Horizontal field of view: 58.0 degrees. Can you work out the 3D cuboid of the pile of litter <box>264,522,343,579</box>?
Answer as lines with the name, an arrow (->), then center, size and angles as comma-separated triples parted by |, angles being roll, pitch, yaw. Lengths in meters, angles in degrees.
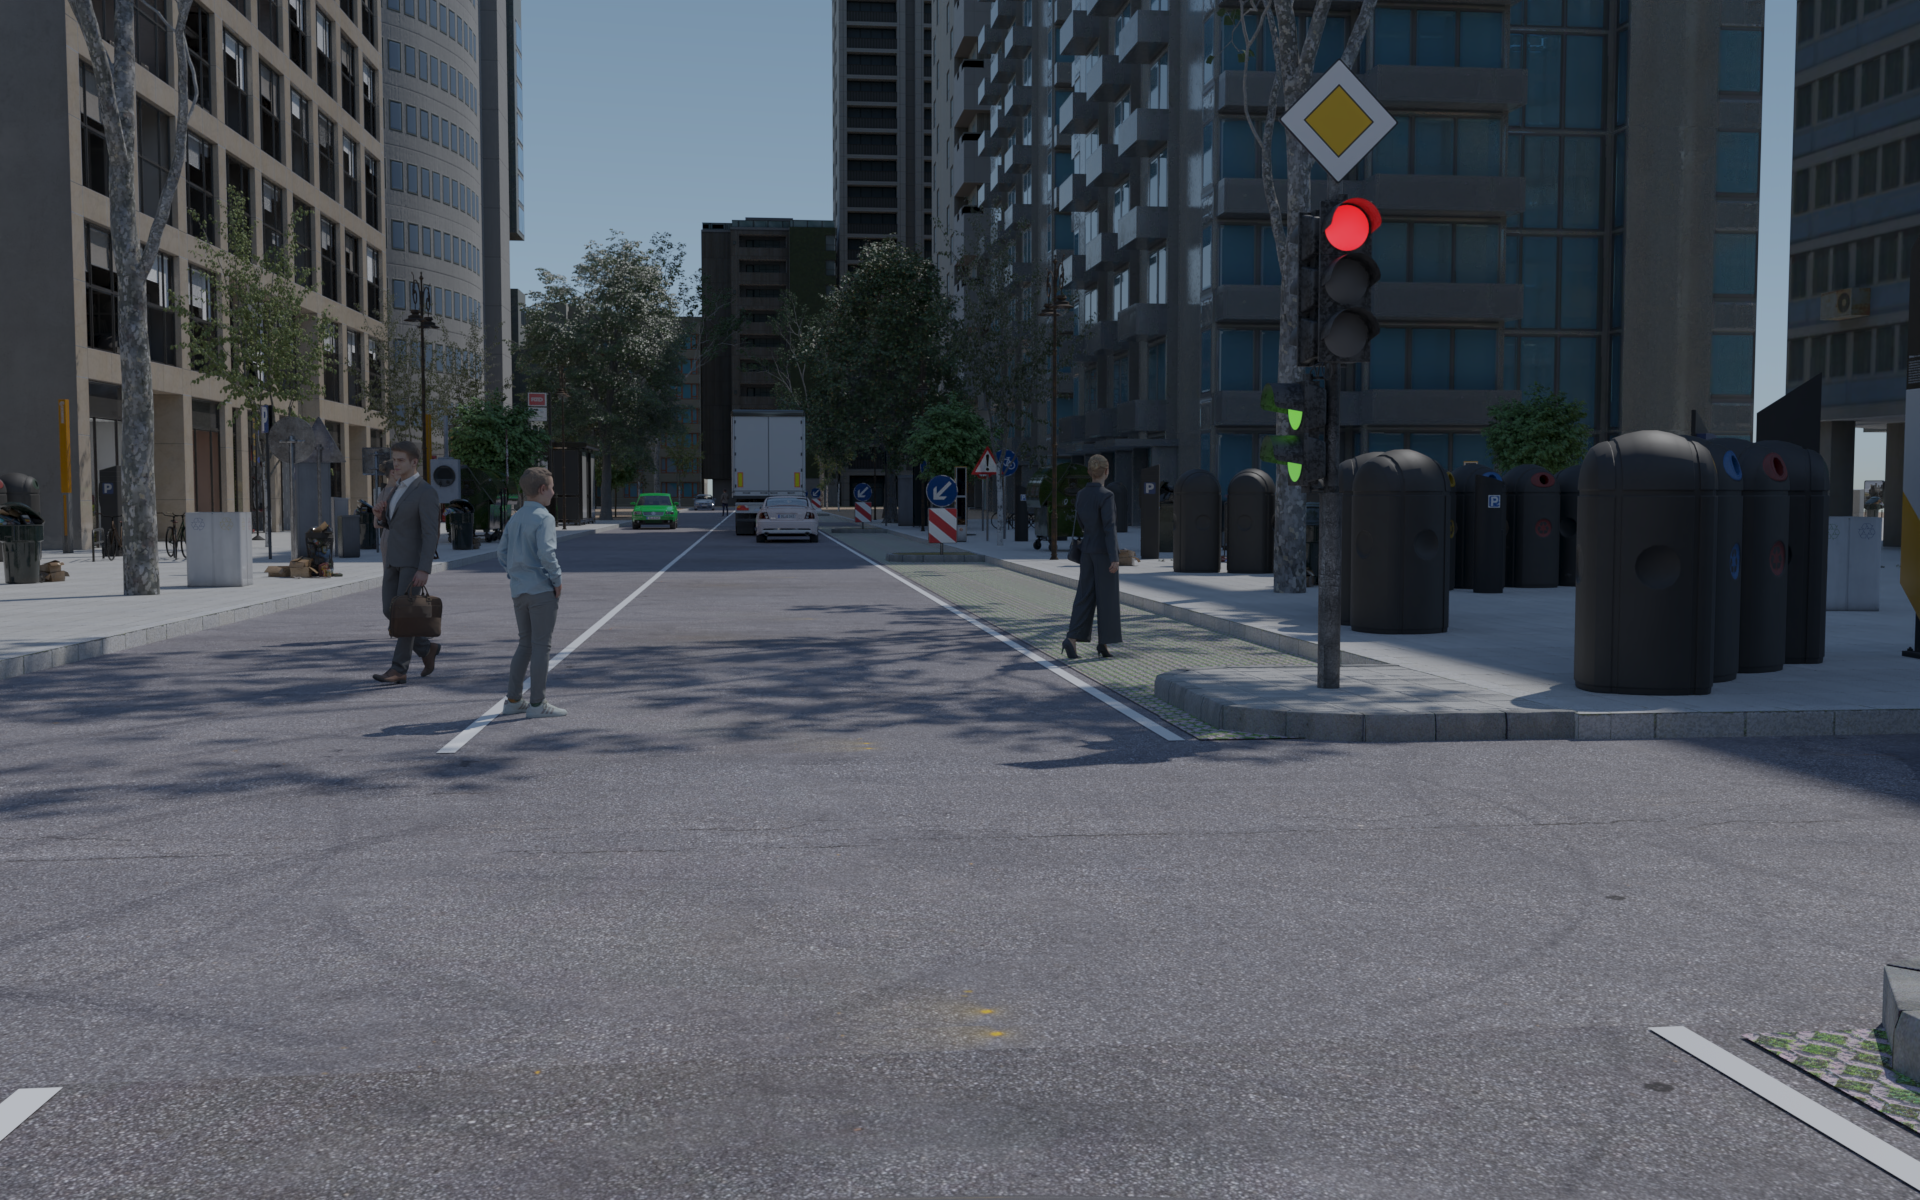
pile of litter -> -10.198, -0.792, 26.914 | 1.176, 0.858, 1.719 | -1, 4, -14

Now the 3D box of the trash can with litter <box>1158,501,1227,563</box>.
trash can with litter -> 4.903, -1.346, 33.066 | 2.233, 1.210, 1.678 | 0, 4, 4

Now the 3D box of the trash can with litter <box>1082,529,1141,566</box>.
trash can with litter -> 2.718, -1.207, 31.122 | 1.055, 1.170, 0.624 | 1, 4, 14

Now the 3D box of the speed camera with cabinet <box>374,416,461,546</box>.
speed camera with cabinet -> -13.600, -3.001, 43.404 | 2.038, 3.252, 0.660 | -1, 4, -10

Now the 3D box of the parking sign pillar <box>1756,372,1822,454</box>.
parking sign pillar -> 18.490, -3.073, 38.720 | 1.447, 3.967, 1.447 | 2, 4, 25

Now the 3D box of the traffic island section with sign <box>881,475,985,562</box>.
traffic island section with sign -> -0.568, -1.738, 37.043 | 1.989, 1.847, 2.006 | 0, 4, -7

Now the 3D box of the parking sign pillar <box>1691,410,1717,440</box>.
parking sign pillar -> 23.967, -4.115, 55.744 | 1.447, 3.967, 1.447 | -3, 5, -44

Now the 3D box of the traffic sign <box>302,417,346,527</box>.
traffic sign -> -10.756, -1.779, 29.091 | 0.884, 2.594, 0.081 | 0, 4, -1

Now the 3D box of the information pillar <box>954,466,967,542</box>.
information pillar -> 0.017, -2.553, 46.234 | 0.304, 2.012, 0.304 | 0, 4, -6

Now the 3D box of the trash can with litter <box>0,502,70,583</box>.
trash can with litter -> -13.458, -0.836, 25.053 | 0.624, 1.170, 1.055 | 1, 4, 9

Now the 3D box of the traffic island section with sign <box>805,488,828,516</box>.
traffic island section with sign -> -9.525, -6.376, 112.869 | 1.989, 1.847, 2.006 | 0, 4, -7

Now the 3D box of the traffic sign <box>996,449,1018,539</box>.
traffic sign -> 1.272, -3.014, 49.392 | 0.768, 2.556, 0.104 | 0, 4, -5

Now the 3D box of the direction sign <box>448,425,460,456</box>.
direction sign -> -16.600, -3.974, 56.966 | 0.379, 3.537, 0.876 | 0, 4, 7

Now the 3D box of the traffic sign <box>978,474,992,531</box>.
traffic sign -> 0.792, -3.660, 59.942 | 0.768, 2.556, 0.104 | 0, 4, -3

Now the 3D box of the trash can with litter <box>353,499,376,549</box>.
trash can with litter -> -13.535, -1.768, 40.297 | 1.055, 1.170, 0.624 | -2, 4, -24

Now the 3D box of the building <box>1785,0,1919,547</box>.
building -> 32.596, -20.821, 32.304 | 23.993, 40.220, 32.217 | 0, 4, -7

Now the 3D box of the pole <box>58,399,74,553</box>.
pole -> -19.282, -2.661, 37.350 | 0.158, 3.312, 0.155 | 0, 3, 0

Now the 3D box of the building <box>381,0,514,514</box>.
building -> -37.736, -33.854, 95.517 | 21.231, 58.520, 28.212 | 0, 4, -7

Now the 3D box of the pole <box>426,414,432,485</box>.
pole -> -13.637, -3.093, 44.411 | 0.158, 3.312, 0.155 | 0, 3, 0

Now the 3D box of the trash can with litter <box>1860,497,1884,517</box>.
trash can with litter -> 39.196, -3.870, 74.665 | 1.055, 1.170, 0.624 | -1, 4, -20

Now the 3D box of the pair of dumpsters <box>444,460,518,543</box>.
pair of dumpsters -> -13.152, -2.745, 47.380 | 1.574, 2.255, 4.437 | 0, 4, -7

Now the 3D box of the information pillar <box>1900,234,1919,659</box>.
information pillar -> 7.548, -1.355, 13.517 | 0.183, 3.616, 0.504 | 0, 4, 1

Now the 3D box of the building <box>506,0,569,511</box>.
building -> -47.465, -50.422, 137.067 | 31.000, 86.520, 22.319 | 0, 4, -7

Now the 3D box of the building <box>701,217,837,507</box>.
building -> -20.301, -25.204, 183.786 | 14.107, 30.474, 14.160 | 0, 4, -7

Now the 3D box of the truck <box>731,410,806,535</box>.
truck -> -6.985, -4.553, 63.350 | 2.839, 4.237, 11.283 | 0, 4, -6

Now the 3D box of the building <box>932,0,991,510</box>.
building -> 12.330, -33.823, 142.241 | 28.713, 52.752, 27.495 | 0, 4, -7

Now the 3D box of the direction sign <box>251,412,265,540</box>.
direction sign -> -19.492, -3.424, 47.975 | 0.379, 3.537, 0.876 | -1, 4, -11

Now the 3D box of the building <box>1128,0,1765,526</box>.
building -> 16.440, -27.609, 71.014 | 23.786, 49.044, 30.456 | 0, 4, -7

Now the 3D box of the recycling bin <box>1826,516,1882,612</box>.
recycling bin -> 9.737, -0.411, 19.272 | 0.722, 1.027, 0.722 | 0, 4, 6

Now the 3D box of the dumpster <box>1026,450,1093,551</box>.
dumpster -> 2.369, -2.235, 39.036 | 1.502, 2.255, 1.985 | 0, 4, -7

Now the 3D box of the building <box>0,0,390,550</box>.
building -> -31.623, -15.293, 54.559 | 19.350, 26.468, 34.151 | 0, 4, -7

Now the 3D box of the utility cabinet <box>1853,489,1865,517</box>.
utility cabinet -> 39.108, -4.126, 76.136 | 0.318, 1.500, 1.173 | -2, 4, -25

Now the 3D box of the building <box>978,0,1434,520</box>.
building -> 13.202, -30.144, 112.459 | 23.786, 49.044, 30.456 | 0, 4, -7

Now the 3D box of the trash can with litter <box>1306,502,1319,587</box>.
trash can with litter -> 4.894, -0.781, 24.162 | 0.624, 1.170, 1.055 | 2, 4, 25

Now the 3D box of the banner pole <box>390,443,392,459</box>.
banner pole -> -27.015, -5.637, 82.188 | 0.401, 3.779, 0.863 | -1, 4, -23

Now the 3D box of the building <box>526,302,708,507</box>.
building -> -42.429, -20.982, 188.091 | 28.899, 21.520, 27.650 | 0, 4, -7

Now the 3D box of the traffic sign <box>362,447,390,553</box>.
traffic sign -> -12.766, -2.189, 37.917 | 0.606, 2.300, 0.079 | 0, 4, -4

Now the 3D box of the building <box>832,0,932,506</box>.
building -> -3.189, -45.869, 188.205 | 20.611, 71.187, 20.563 | 0, 4, -7

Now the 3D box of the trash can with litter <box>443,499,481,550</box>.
trash can with litter -> -11.472, -1.750, 39.995 | 0.624, 1.170, 1.055 | 0, 4, 2

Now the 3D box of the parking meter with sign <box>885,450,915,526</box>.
parking meter with sign -> -2.128, -4.454, 69.085 | 1.738, 3.016, 0.543 | 0, 4, -1

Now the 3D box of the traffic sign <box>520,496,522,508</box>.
traffic sign -> -15.351, -3.703, 60.545 | 0.884, 2.594, 0.081 | 0, 4, 0

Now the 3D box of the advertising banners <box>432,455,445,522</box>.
advertising banners -> -23.407, -5.042, 78.617 | 0.090, 3.025, 2.074 | 1, 4, 21

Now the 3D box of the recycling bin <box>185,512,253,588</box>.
recycling bin -> -10.317, -0.708, 24.135 | 0.722, 1.027, 0.722 | -1, 4, -10

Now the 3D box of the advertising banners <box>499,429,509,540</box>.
advertising banners -> -12.056, -3.038, 45.861 | 0.090, 3.025, 2.074 | -1, 4, -9

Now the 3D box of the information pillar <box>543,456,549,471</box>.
information pillar -> -18.717, -5.345, 78.745 | 0.504, 3.616, 0.183 | 1, 4, 18

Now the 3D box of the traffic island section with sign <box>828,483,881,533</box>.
traffic island section with sign -> -3.730, -3.375, 63.813 | 1.989, 1.847, 2.006 | 0, 4, -7

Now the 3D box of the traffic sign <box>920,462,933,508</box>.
traffic sign -> -0.929, -3.482, 57.040 | 0.768, 2.556, 0.104 | 0, 4, -4

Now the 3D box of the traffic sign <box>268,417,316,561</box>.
traffic sign -> -11.007, -1.740, 28.550 | 0.768, 2.556, 0.104 | 0, 4, -4

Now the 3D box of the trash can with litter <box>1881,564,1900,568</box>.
trash can with litter -> 15.476, -1.202, 30.708 | 2.233, 1.210, 1.678 | 3, 4, 38

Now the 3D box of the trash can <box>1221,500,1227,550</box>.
trash can -> 6.218, -1.703, 39.492 | 0.748, 1.137, 0.748 | 0, 3, 0

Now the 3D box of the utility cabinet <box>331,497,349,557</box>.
utility cabinet -> -12.854, -1.515, 35.938 | 0.306, 1.237, 1.020 | -2, 4, -23

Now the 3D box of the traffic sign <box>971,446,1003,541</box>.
traffic sign -> 0.747, -2.882, 47.124 | 0.884, 2.594, 0.081 | 0, 4, -2

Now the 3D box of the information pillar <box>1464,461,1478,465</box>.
information pillar -> 11.501, -2.114, 39.057 | 0.304, 2.012, 0.304 | 1, 4, 15

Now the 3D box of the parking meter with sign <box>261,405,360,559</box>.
parking meter with sign -> -12.896, -2.336, 34.462 | 1.738, 3.016, 0.543 | -2, 4, -35
